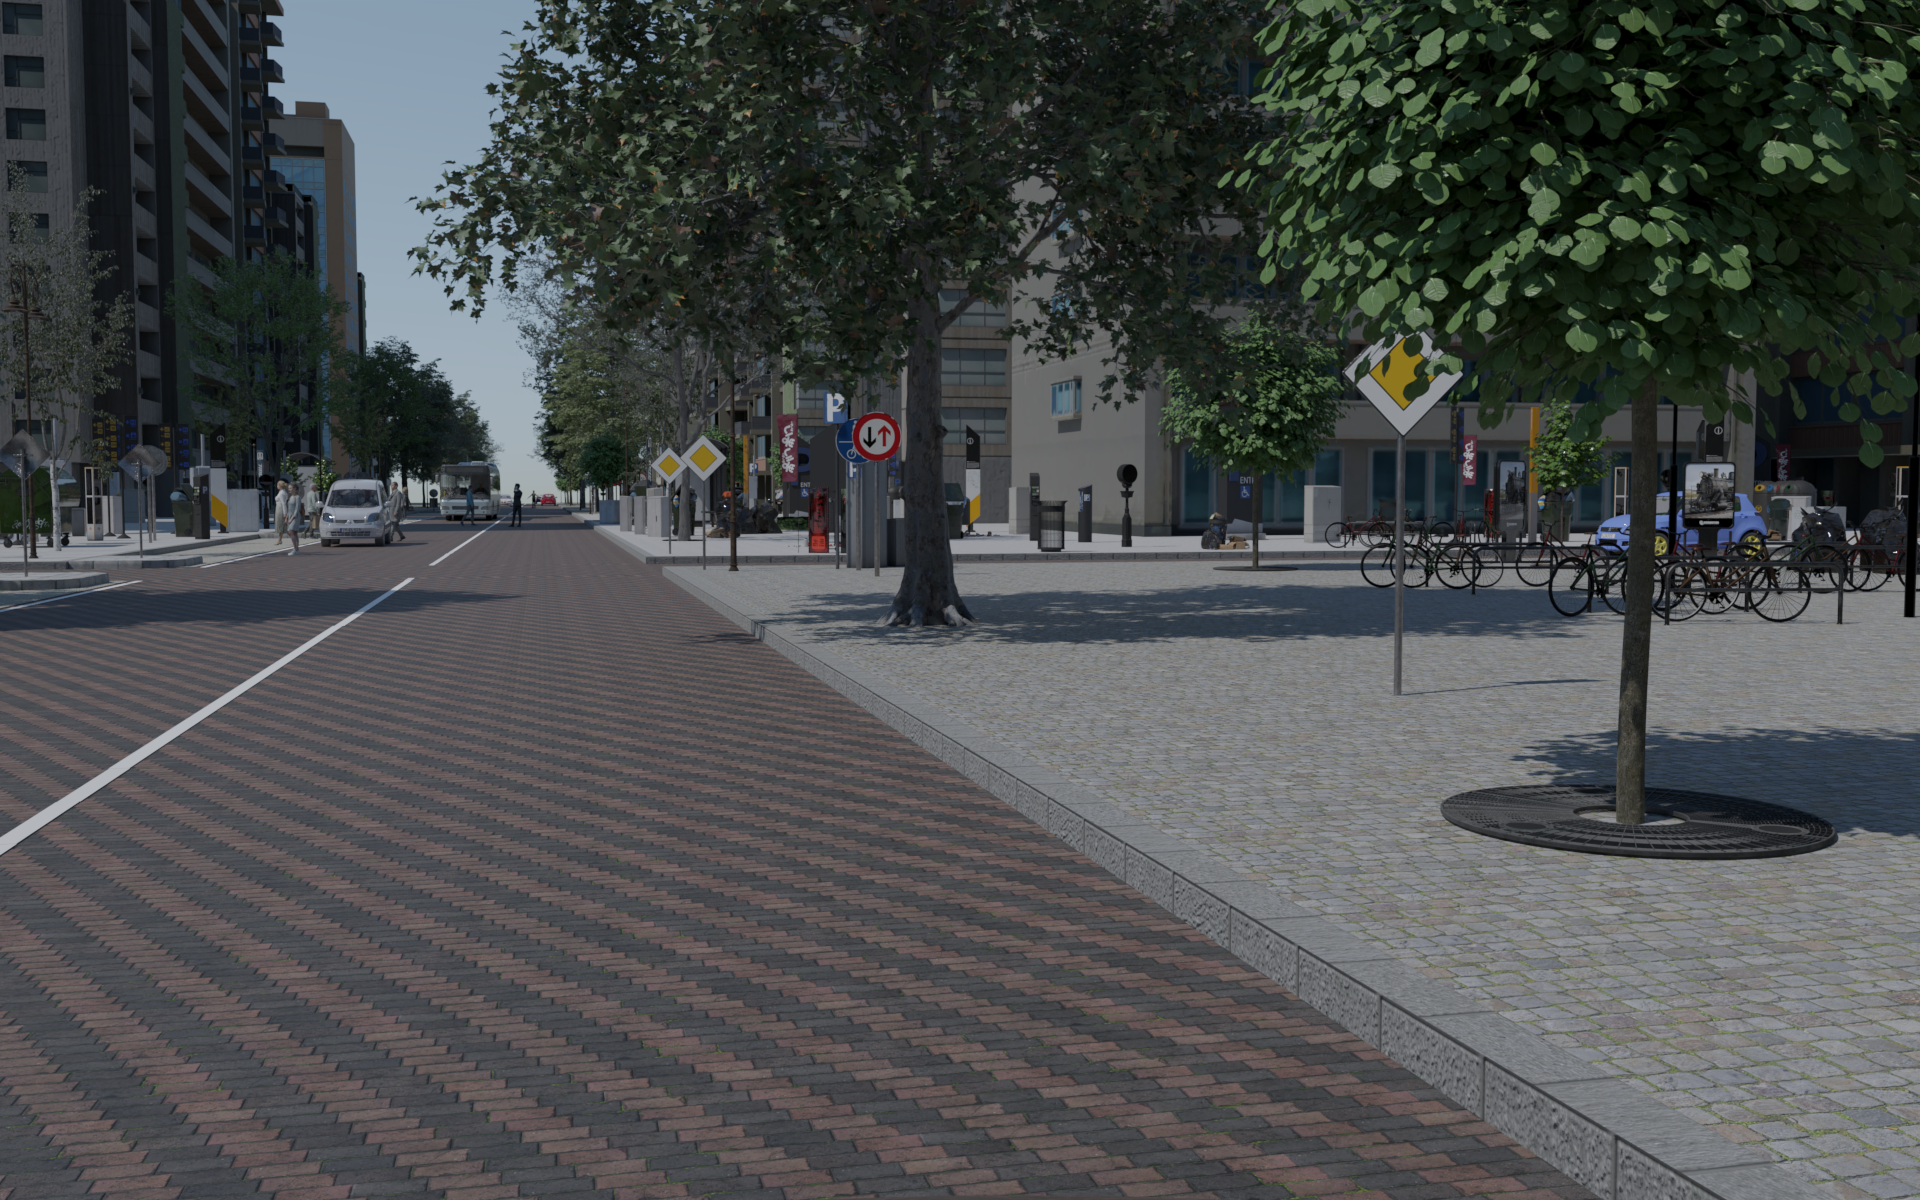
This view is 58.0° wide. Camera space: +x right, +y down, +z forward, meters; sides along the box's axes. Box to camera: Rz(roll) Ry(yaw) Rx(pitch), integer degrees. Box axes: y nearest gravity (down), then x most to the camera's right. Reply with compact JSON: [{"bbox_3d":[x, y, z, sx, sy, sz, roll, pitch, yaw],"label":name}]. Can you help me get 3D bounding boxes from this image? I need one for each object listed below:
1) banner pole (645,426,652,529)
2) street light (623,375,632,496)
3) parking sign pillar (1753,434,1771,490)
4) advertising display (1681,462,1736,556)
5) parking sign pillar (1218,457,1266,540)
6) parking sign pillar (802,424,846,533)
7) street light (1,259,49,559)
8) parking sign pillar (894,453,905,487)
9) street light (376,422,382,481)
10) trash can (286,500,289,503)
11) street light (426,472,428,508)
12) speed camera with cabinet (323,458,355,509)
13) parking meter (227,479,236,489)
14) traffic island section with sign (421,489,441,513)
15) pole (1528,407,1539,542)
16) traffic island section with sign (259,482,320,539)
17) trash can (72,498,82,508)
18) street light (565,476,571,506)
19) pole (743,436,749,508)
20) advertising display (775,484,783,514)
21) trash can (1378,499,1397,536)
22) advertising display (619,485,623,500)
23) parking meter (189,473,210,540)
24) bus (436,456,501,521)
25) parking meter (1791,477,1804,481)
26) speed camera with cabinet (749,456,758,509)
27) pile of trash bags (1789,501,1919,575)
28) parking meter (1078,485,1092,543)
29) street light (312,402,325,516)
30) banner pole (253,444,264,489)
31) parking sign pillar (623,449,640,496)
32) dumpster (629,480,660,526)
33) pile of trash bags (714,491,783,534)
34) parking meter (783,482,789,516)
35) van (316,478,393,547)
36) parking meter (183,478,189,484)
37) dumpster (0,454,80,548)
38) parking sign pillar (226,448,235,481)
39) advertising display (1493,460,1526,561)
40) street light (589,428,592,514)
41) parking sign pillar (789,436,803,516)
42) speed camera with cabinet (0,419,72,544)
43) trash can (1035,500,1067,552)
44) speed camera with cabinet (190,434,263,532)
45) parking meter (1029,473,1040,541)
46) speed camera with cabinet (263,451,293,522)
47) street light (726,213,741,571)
[{"bbox_3d":[-11.438,-4.506,63.693,0.401,3.779,0.863,-2,4,-25],"label":"banner pole"},{"bbox_3d":[-12.339,-5.586,64.111,0.468,5.910,1.993,-1,4,-14],"label":"street light"},{"bbox_3d":[28.572,-4.533,62.583,1.447,3.967,1.447,2,4,27],"label":"parking sign pillar"},{"bbox_3d":[14.935,-1.796,34.572,0.974,1.923,0.123,1,4,13],"label":"advertising display"},{"bbox_3d":[7.861,-3.673,48.518,1.447,3.967,1.447,-2,4,-31],"label":"parking sign pillar"},{"bbox_3d":[-4.315,-4.226,57.564,1.447,3.967,1.447,0,4,3],"label":"parking sign pillar"},{"bbox_3d":[-18.428,-3.761,34.274,0.468,5.910,1.993,-1,4,-14],"label":"street light"},{"bbox_3d":[-3.268,-6.526,95.179,1.447,3.967,1.447,1,4,12],"label":"parking sign pillar"},{"bbox_3d":[-36.390,-8.311,108.679,0.468,5.910,1.993,-1,4,-14],"label":"street light"},{"bbox_3d":[-29.412,-3.952,76.261,0.748,1.137,0.748,0,3,0],"label":"trash can"},{"bbox_3d":[-47.651,-11.134,154.822,0.468,5.910,1.993,-1,4,-14],"label":"street light"},{"bbox_3d":[-34.562,-6.244,96.427,2.038,3.252,0.660,2,4,28],"label":"speed camera with cabinet"},{"bbox_3d":[-28.686,-3.815,68.083,0.399,1.863,0.255,1,4,22],"label":"parking meter"},{"bbox_3d":[-39.772,-7.491,131.105,1.989,1.847,2.006,-1,4,-14],"label":"traffic island section with sign"},{"bbox_3d":[13.475,-2.865,40.687,0.158,3.312,0.155,0,3,0],"label":"pole"},{"bbox_3d":[-21.688,-2.926,56.467,1.989,1.847,2.006,-1,4,-14],"label":"traffic island section with sign"},{"bbox_3d":[-36.422,-3.636,71.103,0.748,1.137,0.748,0,3,0],"label":"trash can"},{"bbox_3d":[-41.463,-12.929,184.171,0.468,5.910,1.993,-1,4,-14],"label":"street light"},{"bbox_3d":[-7.471,-4.081,60.574,0.158,3.312,0.155,0,3,0],"label":"pole"},{"bbox_3d":[-11.661,-6.532,112.003,0.123,1.923,0.974,-3,4,-37],"label":"advertising display"},{"bbox_3d":[13.094,-2.518,52.817,0.748,1.137,0.748,0,3,0],"label":"trash can"},{"bbox_3d":[-20.220,-6.037,103.915,0.123,1.923,0.974,0,4,8],"label":"advertising display"},{"bbox_3d":[-21.436,-2.644,48.945,0.255,1.863,0.399,1,4,20],"label":"parking meter"},{"bbox_3d":[-27.217,-6.218,96.523,2.948,3.499,13.247,-1,4,-12],"label":"bus"},{"bbox_3d":[28.314,-3.238,58.659,0.399,1.863,0.255,3,5,41],"label":"parking meter"},{"bbox_3d":[-10.908,-5.818,89.464,0.660,3.252,2.038,-1,4,-15],"label":"speed camera with cabinet"},{"bbox_3d":[15.326,-1.129,28.207,3.447,1.369,1.912,2,4,33],"label":"pile of trash bags"},{"bbox_3d":[3.319,-2.295,45.938,0.372,1.533,0.369,0,3,0],"label":"parking meter"},{"bbox_3d":[-29.518,-6.553,79.922,0.468,5.910,1.993,-1,4,-14],"label":"street light"},{"bbox_3d":[-34.996,-5.894,86.388,0.863,3.779,0.401,2,4,26],"label":"banner pole"},{"bbox_3d":[-20.523,-7.315,108.079,1.447,3.967,1.447,-3,5,-44],"label":"parking sign pillar"},{"bbox_3d":[-12.922,-3.999,71.144,1.264,1.857,1.865,-1,4,-13],"label":"dumpster"},{"bbox_3d":[-7.147,-2.872,56.709,1.912,1.369,3.447,-2,4,-25],"label":"pile of trash bags"},{"bbox_3d":[-8.426,-4.791,84.039,0.255,1.863,0.399,1,4,13],"label":"parking meter"},{"bbox_3d":[-16.873,-2.532,48.409,2.013,2.044,4.112,-1,4,-15],"label":"van"},{"bbox_3d":[-28.128,-3.518,63.236,0.255,1.863,0.399,1,4,11],"label":"parking meter"},{"bbox_3d":[-22.346,-2.410,41.902,1.502,2.255,1.985,-1,4,-13],"label":"dumpster"},{"bbox_3d":[-42.820,-6.910,101.455,1.447,3.967,1.447,-1,4,-12],"label":"parking sign pillar"},{"bbox_3d":[10.386,-1.683,32.739,0.974,1.923,0.123,-3,5,-42],"label":"advertising display"},{"bbox_3d":[-23.462,-8.377,109.752,0.468,5.910,1.993,-1,4,-14],"label":"street light"},{"bbox_3d":[-6.501,-5.135,72.429,1.447,3.967,1.447,-1,4,-9],"label":"parking sign pillar"},{"bbox_3d":[-23.966,-3.064,44.432,2.038,3.252,0.660,-1,4,-9],"label":"speed camera with cabinet"},{"bbox_3d":[2.018,-1.632,38.343,0.748,1.137,0.748,0,3,0],"label":"trash can"},{"bbox_3d":[-24.602,-3.890,57.932,2.038,3.252,0.660,-2,4,-35],"label":"speed camera with cabinet"},{"bbox_3d":[2.038,-2.545,47.328,0.255,1.863,0.399,0,4,-3],"label":"parking meter"},{"bbox_3d":[-31.310,-5.141,78.395,2.038,3.252,0.660,-1,4,-11],"label":"speed camera with cabinet"},{"bbox_3d":[-3.767,-3.417,28.653,0.468,5.910,1.993,-1,4,-14],"label":"street light"}]
